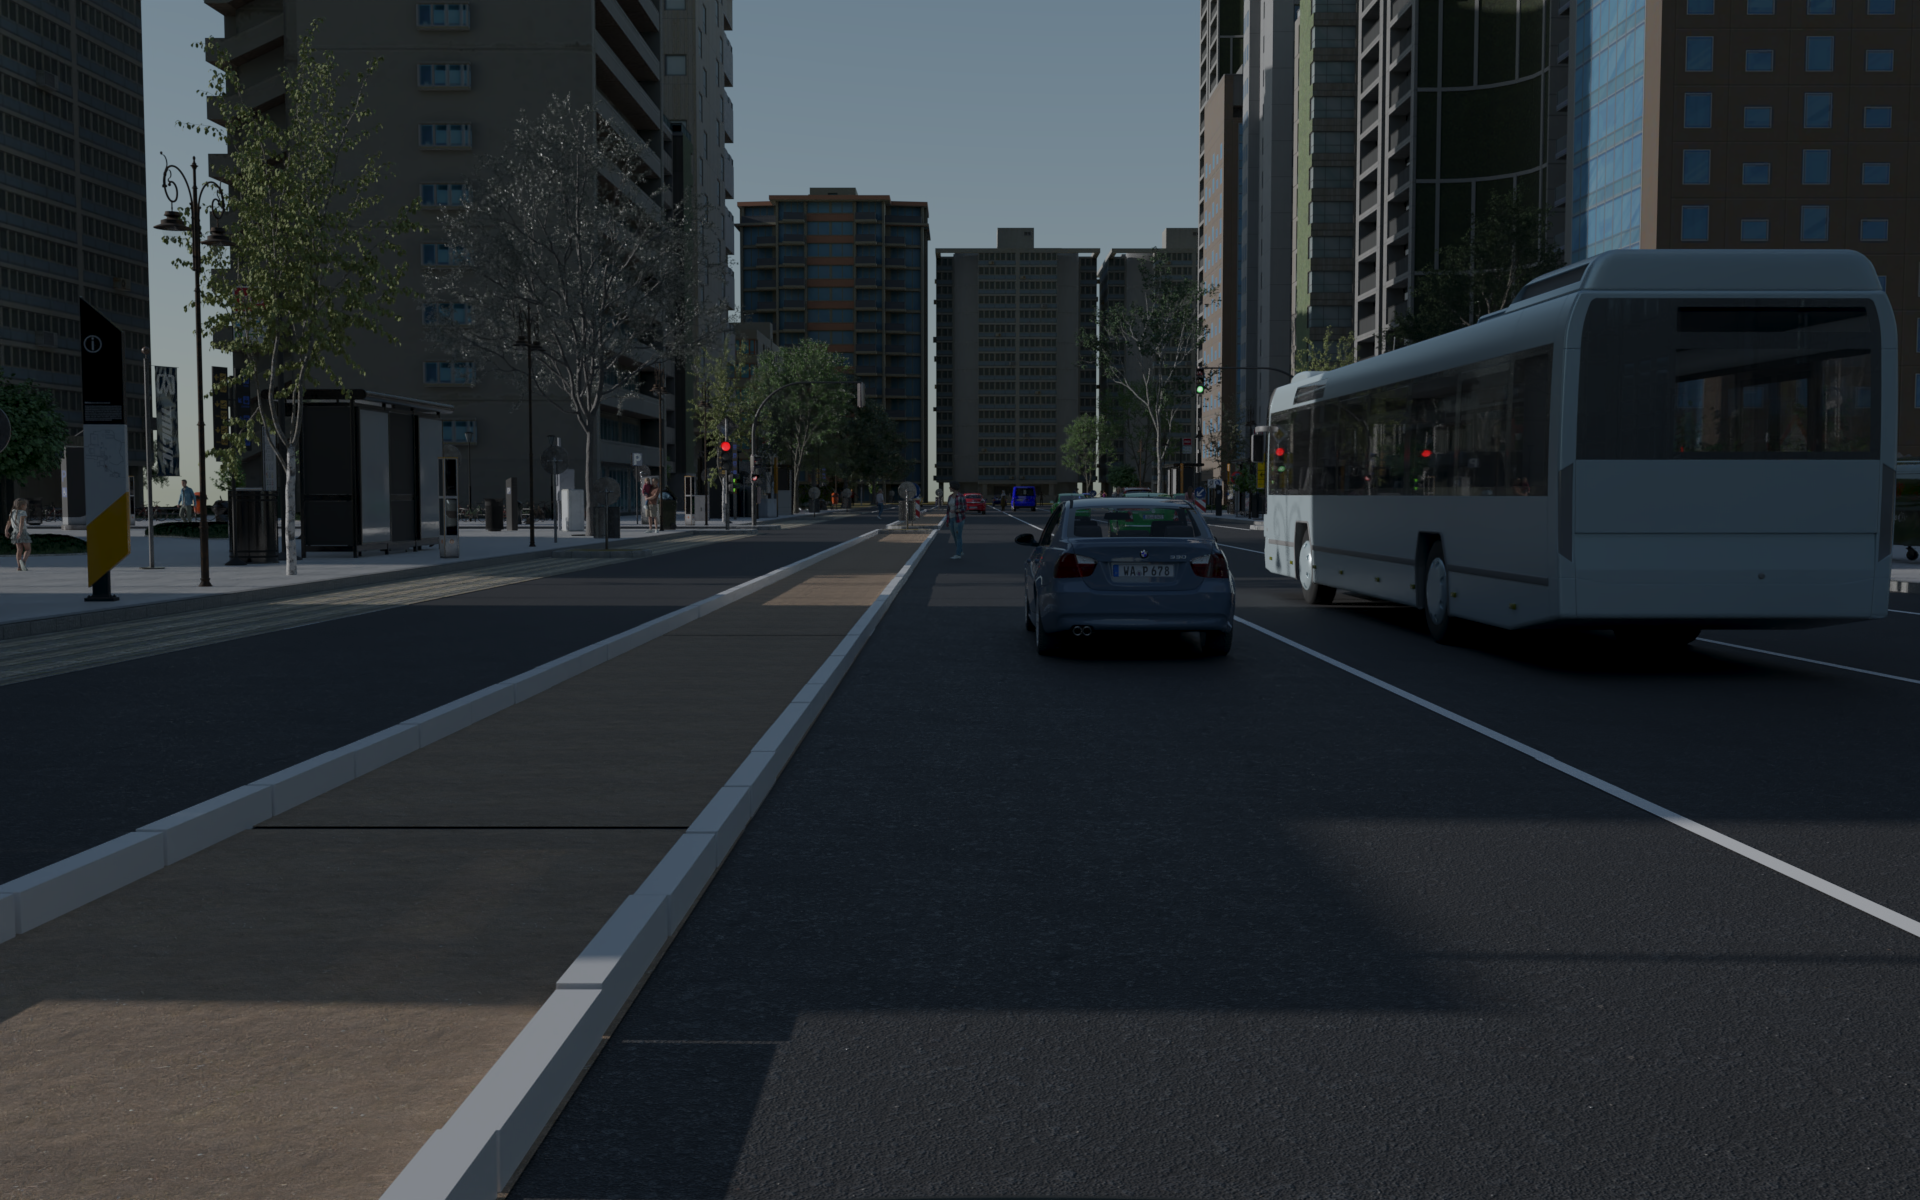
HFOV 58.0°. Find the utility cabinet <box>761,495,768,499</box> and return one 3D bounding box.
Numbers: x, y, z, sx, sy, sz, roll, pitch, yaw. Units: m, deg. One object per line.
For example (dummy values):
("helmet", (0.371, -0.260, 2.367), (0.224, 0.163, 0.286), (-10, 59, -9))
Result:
("utility cabinet", (-12.692, -6.066, 110.338), (1.020, 1.237, 0.306), (3, 4, 37))

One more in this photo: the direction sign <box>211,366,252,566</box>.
("direction sign", (-13.045, -2.391, 31.093), (0.379, 3.537, 0.876), (1, 4, 22))

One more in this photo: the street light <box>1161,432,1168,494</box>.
("street light", (14.932, -9.402, 126.510), (0.468, 5.910, 1.993), (0, 3, 0))

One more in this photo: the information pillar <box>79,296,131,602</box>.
("information pillar", (-10.198, -1.792, 20.648), (0.504, 3.616, 0.183), (0, 4, -6))

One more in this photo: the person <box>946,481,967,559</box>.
("person", (-0.056, -1.767, 38.222), (0.643, 1.720, 0.563), (-3, 5, -41))

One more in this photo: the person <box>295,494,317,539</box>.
("person", (-18.422, -2.662, 48.932), (0.648, 1.900, 0.474), (2, 4, 25))

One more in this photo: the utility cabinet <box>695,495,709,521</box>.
("utility cabinet", (-12.499, -4.367, 82.564), (1.020, 1.237, 0.306), (0, 4, 5))

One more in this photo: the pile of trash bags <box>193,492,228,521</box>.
("pile of trash bags", (-30.657, -3.838, 72.510), (3.447, 1.369, 1.912), (1, 4, 16))

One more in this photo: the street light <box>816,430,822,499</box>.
("street light", (-10.227, -9.321, 125.179), (0.468, 5.910, 1.993), (0, 3, 0))

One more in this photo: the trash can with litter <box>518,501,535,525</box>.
("trash can with litter", (-18.529, -3.780, 73.194), (1.055, 1.170, 0.624), (-2, 4, -24))

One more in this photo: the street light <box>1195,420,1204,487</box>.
("street light", (14.951, -8.287, 108.279), (0.468, 5.910, 1.993), (0, 3, 0))

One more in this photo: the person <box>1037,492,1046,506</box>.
("person", (9.909, -12.338, 210.936), (1.217, 1.735, 0.721), (0, 4, -6))

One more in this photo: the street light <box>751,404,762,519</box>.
("street light", (-10.403, -7.098, 88.842), (0.468, 5.910, 1.993), (0, 3, 0))

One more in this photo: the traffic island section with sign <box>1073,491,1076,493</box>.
("traffic island section with sign", (13.147, -11.644, 199.001), (1.989, 1.847, 2.006), (0, 3, 0))

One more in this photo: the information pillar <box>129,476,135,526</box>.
("information pillar", (-33.738, -4.026, 70.313), (0.304, 2.012, 0.304), (1, 4, 13))

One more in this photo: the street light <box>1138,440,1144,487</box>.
("street light", (15.092, -10.522, 144.814), (0.468, 5.910, 1.993), (0, 3, 0))

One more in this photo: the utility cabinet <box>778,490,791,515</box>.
("utility cabinet", (-10.799, -5.900, 105.136), (0.318, 1.500, 1.173), (3, 5, 44))

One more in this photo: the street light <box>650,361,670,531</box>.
("street light", (-10.405, -5.347, 60.213), (0.468, 5.910, 1.993), (0, 3, 0))

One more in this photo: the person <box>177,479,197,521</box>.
("person", (-26.456, -3.236, 59.300), (0.601, 1.785, 0.444), (1, 4, 23))

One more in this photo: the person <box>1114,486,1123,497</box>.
("person", (7.644, -4.530, 82.750), (0.709, 1.800, 0.728), (2, 4, 24))

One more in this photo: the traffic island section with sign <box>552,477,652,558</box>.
("traffic island section with sign", (-8.083, -1.881, 39.374), (1.989, 1.847, 2.006), (0, 3, 0))

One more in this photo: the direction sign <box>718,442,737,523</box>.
("direction sign", (-10.117, -5.111, 75.560), (0.876, 3.537, 0.379), (1, 4, 16))

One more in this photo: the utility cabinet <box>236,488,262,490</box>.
("utility cabinet", (-25.401, -3.271, 62.166), (1.173, 1.500, 0.318), (0, 3, 0))

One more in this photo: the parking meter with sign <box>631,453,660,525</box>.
("parking meter with sign", (-13.018, -4.679, 72.770), (1.738, 3.016, 0.543), (3, 4, 38))

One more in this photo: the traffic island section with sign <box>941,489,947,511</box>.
("traffic island section with sign", (-1.768, -8.369, 144.964), (2.006, 1.907, 1.989), (0, 3, 0))

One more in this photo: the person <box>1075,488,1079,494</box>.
("person", (6.466, -5.365, 96.558), (0.374, 1.781, 0.599), (0, 4, -2))

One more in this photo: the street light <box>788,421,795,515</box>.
("street light", (-10.386, -8.209, 107.011), (0.468, 5.910, 1.993), (0, 3, 0))

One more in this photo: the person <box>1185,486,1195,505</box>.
("person", (11.587, -4.813, 87.201), (0.555, 1.821, 0.388), (-1, 4, -8))

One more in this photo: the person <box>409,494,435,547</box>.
("person", (-13.100, -2.197, 41.869), (0.836, 1.842, 0.656), (-1, 4, -16))

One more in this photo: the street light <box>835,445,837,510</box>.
("street light", (-10.267, -10.446, 143.583), (0.468, 5.910, 1.993), (0, 3, 0))

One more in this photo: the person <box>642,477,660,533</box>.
("person", (-10.207, -3.132, 57.223), (0.580, 1.828, 0.573), (-1, 4, -15))

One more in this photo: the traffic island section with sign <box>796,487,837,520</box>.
("traffic island section with sign", (-7.978, -5.307, 95.390), (1.989, 1.847, 2.006), (0, 3, 0))

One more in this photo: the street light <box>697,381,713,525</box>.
("street light", (-10.373, -5.987, 70.674), (0.468, 5.910, 1.993), (0, 3, 0))

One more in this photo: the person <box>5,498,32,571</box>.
("person", (-15.736, -1.089, 28.871), (0.505, 1.210, 0.382), (1, 4, 14))

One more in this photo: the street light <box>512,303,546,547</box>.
("street light", (-10.419, -4.234, 42.019), (0.468, 5.910, 1.993), (0, 3, 0))

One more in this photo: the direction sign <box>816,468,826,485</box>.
("direction sign", (-11.633, -9.344, 144.774), (0.876, 3.537, 0.379), (1, 4, 12))

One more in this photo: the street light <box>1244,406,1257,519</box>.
("street light", (14.954, -7.120, 89.207), (0.468, 5.910, 1.993), (0, 3, 0))

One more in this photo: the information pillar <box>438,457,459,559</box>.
("information pillar", (-10.214, -1.841, 34.589), (0.304, 2.012, 0.304), (-3, 4, -37))

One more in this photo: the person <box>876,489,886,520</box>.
("person", (-4.457, -5.369, 96.957), (0.731, 1.740, 0.598), (2, 4, 29))

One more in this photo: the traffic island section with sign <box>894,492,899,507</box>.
("traffic island section with sign", (-7.770, -11.671, 199.450), (1.989, 1.847, 2.006), (0, 3, 0))

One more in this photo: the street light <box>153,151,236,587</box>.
("street light", (-10.469, -3.123, 23.851), (0.468, 5.910, 1.993), (0, 3, 0))

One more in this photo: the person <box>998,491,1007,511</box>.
("person", (3.611, -8.488, 148.013), (0.721, 1.736, 1.217), (-2, 4, -34))

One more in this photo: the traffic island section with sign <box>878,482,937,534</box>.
("traffic island section with sign", (-1.926, -3.320, 62.418), (2.006, 1.907, 1.989), (0, 3, 0))

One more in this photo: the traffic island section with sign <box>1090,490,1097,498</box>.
("traffic island section with sign", (13.089, -9.986, 171.891), (1.989, 1.847, 2.006), (0, 3, 0))

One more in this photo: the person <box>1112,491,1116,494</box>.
("person", (10.789, -6.826, 119.912), (0.655, 1.846, 0.447), (1, 4, 21))

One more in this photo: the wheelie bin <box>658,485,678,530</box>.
("wheelie bin", (-10.501, -3.317, 62.135), (0.693, 1.594, 0.980), (-1, 4, -16))

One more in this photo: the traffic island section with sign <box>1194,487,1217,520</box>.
("traffic island section with sign", (12.936, -5.273, 94.844), (1.989, 1.847, 2.006), (0, 3, 0))

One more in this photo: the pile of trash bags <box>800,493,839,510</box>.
("pile of trash bags", (-11.240, -7.873, 138.483), (3.447, 1.369, 1.912), (-2, 4, -32))

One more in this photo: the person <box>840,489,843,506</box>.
("person", (-12.965, -11.202, 189.204), (0.705, 1.824, 1.348), (0, 4, -1))

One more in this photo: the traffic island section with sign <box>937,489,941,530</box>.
("traffic island section with sign", (-1.902, -3.773, 69.825), (2.006, 1.907, 1.989), (0, 3, 0))

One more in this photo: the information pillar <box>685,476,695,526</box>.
("information pillar", (-11.012, -4.046, 70.646), (0.304, 2.012, 0.304), (1, 4, 21))

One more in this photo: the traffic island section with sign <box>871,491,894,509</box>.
("traffic island section with sign", (-7.833, -10.000, 172.133), (1.989, 1.847, 2.006), (0, 3, 0))

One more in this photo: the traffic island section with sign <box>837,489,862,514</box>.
("traffic island section with sign", (-7.935, -6.968, 122.550), (1.989, 1.847, 2.006), (0, 3, 0))
